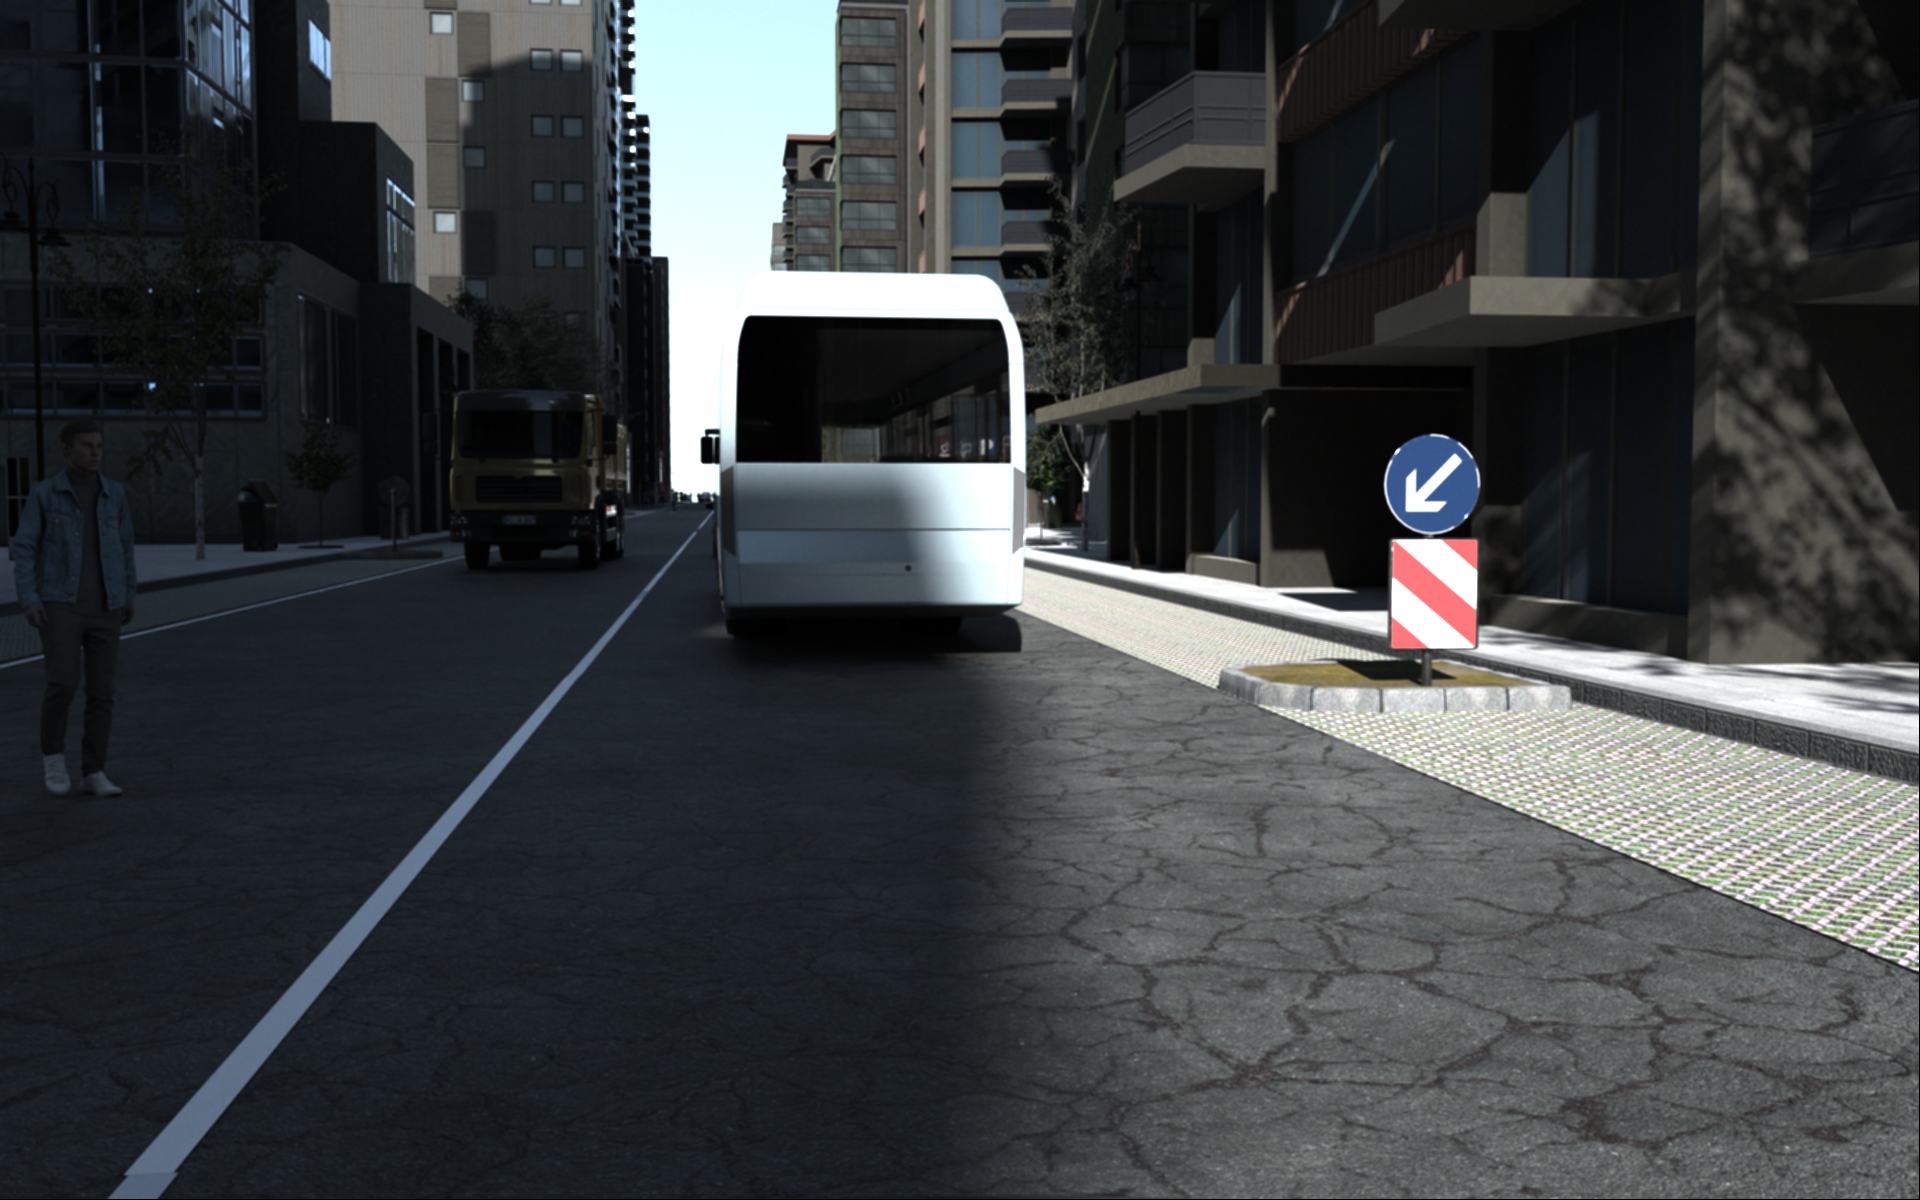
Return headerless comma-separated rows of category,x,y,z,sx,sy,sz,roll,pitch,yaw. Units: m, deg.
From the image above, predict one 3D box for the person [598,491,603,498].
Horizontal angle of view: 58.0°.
person,-10.509,-2.555,50.546,0.520,1.790,0.573,1,4,19

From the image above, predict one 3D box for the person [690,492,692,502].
person,-46.934,-17.928,301.482,0.599,1.838,0.709,0,4,7

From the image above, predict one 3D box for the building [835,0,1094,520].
building,-0.574,-20.345,104.343,14.160,30.474,14.107,0,4,-8

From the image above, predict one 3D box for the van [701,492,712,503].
van,-41.340,-16.819,282.001,2.013,2.044,4.112,-1,4,-9

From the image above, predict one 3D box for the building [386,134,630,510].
building,-46.405,-53.308,184.259,22.319,86.520,31.000,0,4,-8

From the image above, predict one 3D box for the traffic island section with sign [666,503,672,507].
traffic island section with sign,-33.792,-11.514,196.888,1.989,1.847,2.006,0,4,-8

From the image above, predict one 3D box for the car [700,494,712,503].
car,-39.748,-15.944,269.719,2.155,1.783,4.494,0,4,-8

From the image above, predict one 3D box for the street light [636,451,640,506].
street light,-33.852,-12.802,182.102,0.468,5.910,1.993,0,4,-8

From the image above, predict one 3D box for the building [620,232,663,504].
building,-57.611,-33.399,237.948,32.217,40.220,23.993,0,4,-8

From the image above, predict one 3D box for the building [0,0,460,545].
building,-32.341,-45.117,50.341,31.000,86.520,22.319,0,4,-8

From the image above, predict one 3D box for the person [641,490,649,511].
person,-27.252,-8.623,149.933,0.683,1.767,0.568,-1,4,-17

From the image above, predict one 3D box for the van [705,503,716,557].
van,-4.983,-2.065,40.776,2.013,2.044,4.112,0,4,-8

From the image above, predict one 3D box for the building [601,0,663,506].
building,-56.982,-58.231,264.745,22.319,86.520,31.000,0,4,-8

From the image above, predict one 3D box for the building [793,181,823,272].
building,-8.628,-23.924,162.853,14.160,30.474,14.107,0,4,-8

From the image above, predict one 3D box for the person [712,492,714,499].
person,-41.678,-17.395,293.045,1.348,1.807,0.705,1,4,12

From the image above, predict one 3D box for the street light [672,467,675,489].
street light,-49.636,-20.027,300.229,0.468,5.910,1.993,0,4,-8

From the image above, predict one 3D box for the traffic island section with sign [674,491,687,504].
traffic island section with sign,-41.111,-14.858,251.552,1.989,1.847,2.006,0,4,-8

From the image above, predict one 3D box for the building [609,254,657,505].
building,-44.143,-26.745,208.983,14.160,30.474,14.107,0,4,-8

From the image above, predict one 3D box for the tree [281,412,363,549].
tree,-15.349,-2.849,41.184,1.663,3.219,1.824,0,3,0

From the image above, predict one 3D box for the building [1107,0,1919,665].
building,14.048,-22.416,21.130,22.147,44.769,28.867,0,4,-8

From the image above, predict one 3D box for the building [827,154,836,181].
building,-1.112,-30.058,183.324,32.217,40.220,23.993,0,4,-8

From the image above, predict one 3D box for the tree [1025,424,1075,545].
tree,2.183,-3.015,43.900,1.663,3.219,1.824,0,3,0

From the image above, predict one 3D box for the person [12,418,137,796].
person,-4.176,0.039,8.207,0.444,1.785,0.601,3,5,43

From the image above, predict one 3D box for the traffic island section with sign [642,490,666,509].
traffic island section with sign,-30.183,-9.870,170.007,1.989,1.847,2.006,0,4,-8

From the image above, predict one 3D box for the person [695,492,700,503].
person,-40.060,-15.621,264.433,0.750,1.759,0.617,-2,4,-35

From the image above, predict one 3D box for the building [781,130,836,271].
building,-10.189,-33.928,209.351,22.147,44.769,28.867,0,4,-8

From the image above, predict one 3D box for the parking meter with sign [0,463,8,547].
parking meter with sign,-23.033,-2.793,41.925,1.738,3.016,0.543,-2,4,-30

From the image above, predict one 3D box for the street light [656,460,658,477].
street light,-40.277,-15.722,229.843,0.468,5.910,1.993,0,4,-8

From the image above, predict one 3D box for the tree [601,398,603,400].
tree,-27.493,-11.017,130.497,4.360,8.622,3.978,0,3,0

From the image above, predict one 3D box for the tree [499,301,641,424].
tree,-25.382,-12.214,110.069,12.009,13.543,11.850,0,3,0

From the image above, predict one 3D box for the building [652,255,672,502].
building,-55.719,-37.033,289.081,14.154,41.232,14.086,0,4,-8

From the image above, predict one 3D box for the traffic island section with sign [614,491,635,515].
traffic island section with sign,-23.391,-6.764,119.219,1.989,1.847,2.006,0,4,-8

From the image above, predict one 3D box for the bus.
bus,-1.667,-1.598,20.979,2.948,3.499,13.247,-1,4,-8

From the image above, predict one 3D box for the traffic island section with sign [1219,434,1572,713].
traffic island section with sign,2.922,-0.220,12.227,1.989,1.847,2.006,0,4,-8

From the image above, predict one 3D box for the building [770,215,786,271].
building,-21.329,-41.101,295.696,21.300,48.544,21.600,0,4,-8

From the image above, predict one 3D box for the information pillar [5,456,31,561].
information pillar,-18.195,-1.774,33.498,0.304,2.012,0.304,1,4,14

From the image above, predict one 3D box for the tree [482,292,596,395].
tree,-23.890,-10.993,97.861,7.486,12.596,7.792,0,3,0

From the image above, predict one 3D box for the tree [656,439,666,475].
tree,-39.630,-16.564,221.179,4.737,8.622,4.395,0,3,0

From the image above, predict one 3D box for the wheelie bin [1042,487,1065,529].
wheelie bin,3.398,-3.371,63.028,0.693,1.594,0.980,-1,4,-18

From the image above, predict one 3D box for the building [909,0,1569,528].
building,10.288,-26.230,83.480,28.867,44.769,22.147,0,4,-8

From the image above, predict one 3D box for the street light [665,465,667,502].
street light,-44.904,-17.868,264.936,0.468,5.910,1.993,0,4,-8

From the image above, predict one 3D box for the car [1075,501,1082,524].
car,6.881,-3.703,69.584,4.494,1.783,2.155,0,4,-7

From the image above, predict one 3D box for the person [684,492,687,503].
person,-43.305,-16.124,273.051,0.541,1.710,0.530,0,4,-5

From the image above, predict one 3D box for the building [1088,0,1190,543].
building,10.157,-17.067,50.741,14.160,30.474,14.107,0,4,-8

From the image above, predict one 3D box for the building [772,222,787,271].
building,-21.396,-35.416,262.643,14.154,41.232,14.086,0,4,-8

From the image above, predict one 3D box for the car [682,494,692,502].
car,-46.731,-17.320,295.181,2.014,1.417,4.499,0,4,-8

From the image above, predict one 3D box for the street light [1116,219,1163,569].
street light,3.022,-3.463,29.402,0.468,5.910,1.993,0,4,-8

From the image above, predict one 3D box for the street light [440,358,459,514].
street light,-17.339,-5.275,59.040,0.468,5.910,1.993,0,4,-8

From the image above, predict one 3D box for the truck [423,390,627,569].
truck,-8.428,-2.406,35.260,3.469,3.379,9.791,0,4,-7

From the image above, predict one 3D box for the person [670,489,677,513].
person,-21.836,-7.565,132.208,0.620,1.820,0.660,1,4,12

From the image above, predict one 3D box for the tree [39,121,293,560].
tree,-15.128,-5.099,33.738,4.737,8.622,4.395,0,3,0

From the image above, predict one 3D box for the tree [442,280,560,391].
tree,-21.004,-8.682,76.356,7.601,10.594,8.767,0,4,-2

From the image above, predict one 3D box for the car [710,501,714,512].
car,-10.562,-4.313,80.110,1.945,1.707,3.694,-1,4,-9

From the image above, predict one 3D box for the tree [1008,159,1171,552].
tree,2.772,-5.401,38.665,4.360,8.622,3.978,0,3,0

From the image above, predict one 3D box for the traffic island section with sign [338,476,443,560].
traffic island section with sign,-12.566,-1.819,38.372,1.989,1.847,2.006,0,4,-8

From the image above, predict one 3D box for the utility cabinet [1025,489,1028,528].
utility cabinet,1.932,-3.438,64.895,1.173,1.500,0.318,1,4,17

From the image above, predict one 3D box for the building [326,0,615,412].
building,-45.603,-34.661,155.944,28.713,52.752,27.495,0,4,-8

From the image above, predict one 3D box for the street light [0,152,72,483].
street light,-12.719,-3.125,23.886,0.468,5.910,1.993,0,4,-8

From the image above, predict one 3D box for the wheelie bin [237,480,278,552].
wheelie bin,-15.766,-1.891,38.828,0.693,1.594,0.980,0,4,8
